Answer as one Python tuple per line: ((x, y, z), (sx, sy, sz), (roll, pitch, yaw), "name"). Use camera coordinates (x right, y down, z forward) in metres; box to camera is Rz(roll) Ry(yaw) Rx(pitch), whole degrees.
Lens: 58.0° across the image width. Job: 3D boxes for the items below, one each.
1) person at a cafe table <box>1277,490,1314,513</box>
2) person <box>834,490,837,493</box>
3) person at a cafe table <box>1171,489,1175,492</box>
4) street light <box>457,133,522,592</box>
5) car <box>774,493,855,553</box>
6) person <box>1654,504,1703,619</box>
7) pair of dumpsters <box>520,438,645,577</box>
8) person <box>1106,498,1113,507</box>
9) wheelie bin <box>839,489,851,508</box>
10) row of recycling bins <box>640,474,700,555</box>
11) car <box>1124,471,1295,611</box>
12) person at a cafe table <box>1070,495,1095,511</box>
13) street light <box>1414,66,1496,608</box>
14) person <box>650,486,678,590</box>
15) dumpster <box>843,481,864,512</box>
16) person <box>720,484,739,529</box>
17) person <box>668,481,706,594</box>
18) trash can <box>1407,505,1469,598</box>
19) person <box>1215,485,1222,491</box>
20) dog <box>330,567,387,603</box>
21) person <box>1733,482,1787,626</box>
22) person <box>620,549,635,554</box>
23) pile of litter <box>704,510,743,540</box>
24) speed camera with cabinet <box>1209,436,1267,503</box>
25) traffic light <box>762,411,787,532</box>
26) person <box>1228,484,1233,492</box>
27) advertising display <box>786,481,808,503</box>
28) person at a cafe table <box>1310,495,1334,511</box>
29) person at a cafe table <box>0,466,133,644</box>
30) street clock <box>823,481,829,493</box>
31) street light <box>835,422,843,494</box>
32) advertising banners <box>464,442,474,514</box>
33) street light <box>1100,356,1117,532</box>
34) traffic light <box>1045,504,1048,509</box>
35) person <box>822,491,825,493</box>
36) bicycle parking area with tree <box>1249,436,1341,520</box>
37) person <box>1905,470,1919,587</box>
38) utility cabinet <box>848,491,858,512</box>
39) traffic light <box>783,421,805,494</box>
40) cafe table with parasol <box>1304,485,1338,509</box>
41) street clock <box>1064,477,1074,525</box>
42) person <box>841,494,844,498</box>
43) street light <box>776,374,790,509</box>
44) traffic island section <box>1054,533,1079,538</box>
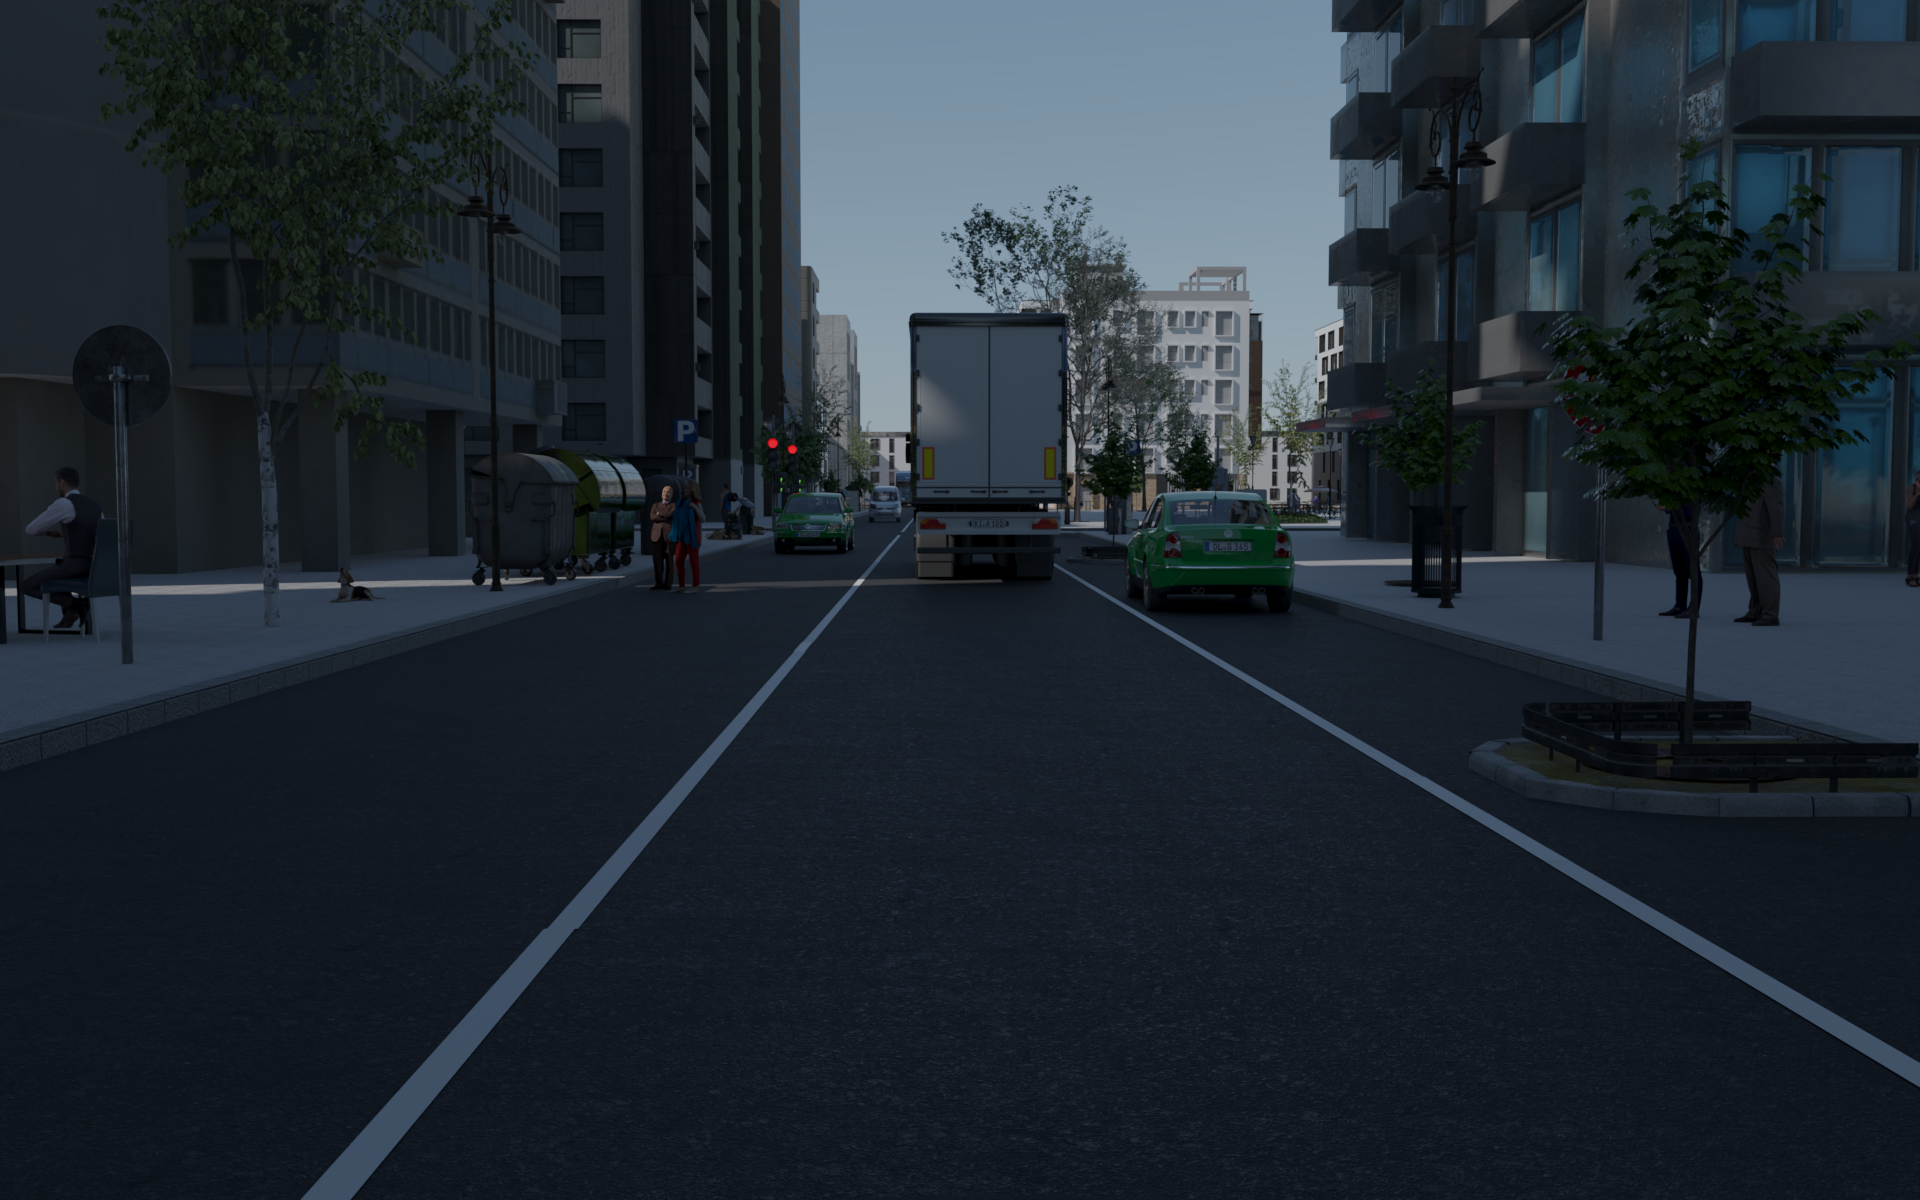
((19.217, -5.556, 99.349), (1.698, 1.524, 1.622), (2, 4, 30), "person at a cafe table")
((-7.339, -5.633, 100.841), (0.574, 1.496, 0.600), (2, 4, 26), "person")
((11.036, -4.971, 89.784), (1.698, 1.524, 1.622), (0, 4, 5), "person at a cafe table")
((-6.123, -3.053, 22.699), (0.468, 5.910, 1.993), (0, 4, -1), "street light")
((-3.604, -2.103, 43.180), (1.959, 1.807, 4.718), (0, 4, 0), "car")
((7.467, -0.690, 18.030), (0.504, 1.737, 0.576), (0, 4, -8), "person")
((-6.346, -1.609, 28.794), (1.574, 2.255, 4.437), (0, 4, -1), "pair of dumpsters")
((8.547, -5.572, 97.942), (0.742, 1.727, 0.445), (-2, 4, -27), "person")
((-7.325, -6.167, 108.745), (0.693, 1.594, 0.980), (2, 4, 28), "wheelie bin")
((-6.293, -1.885, 37.936), (1.069, 1.692, 3.534), (0, 4, -1), "row of recycling bins")
((3.169, -0.842, 22.565), (1.959, 1.807, 4.718), (0, 4, 0), "car")
((9.377, -7.727, 134.843), (1.698, 1.524, 1.622), (-1, 4, -21), "person at a cafe table")
((5.478, -2.847, 19.341), (0.468, 5.910, 1.993), (0, 4, -1), "street light")
((-4.401, -0.928, 25.940), (0.482, 1.546, 0.388), (1, 4, 11), "person")
((-7.793, -7.550, 125.933), (1.502, 2.255, 1.985), (0, 4, -1), "dumpster")
((-7.143, -2.763, 53.085), (0.662, 1.594, 0.647), (2, 4, 26), "person")
((-3.934, -0.901, 24.930), (0.444, 1.614, 0.593), (-2, 4, -25), "person")
((5.922, -0.603, 21.509), (0.748, 1.137, 0.748), (0, 3, 0), "trash can")
((6.264, -1.998, 41.401), (0.574, 1.496, 0.600), (2, 4, 32), "person")
((-7.213, -0.188, 20.803), (0.748, 0.427, 0.550), (-2, 4, -30), "dog")
((7.846, -0.637, 17.016), (0.434, 1.755, 0.990), (0, 4, 6), "person")
((-7.090, -1.642, 36.802), (0.340, 1.345, 0.435), (-1, 4, -10), "person")
((-6.661, -2.133, 48.833), (1.176, 0.858, 1.719), (1, 4, 12), "pile of litter")
((9.390, -3.953, 58.961), (2.038, 3.252, 0.660), (0, 4, -7), "speed camera with cabinet")
((-6.250, -4.244, 58.305), (0.839, 4.253, 0.868), (0, 4, -1), "traffic light")
((8.782, -2.975, 56.561), (0.662, 1.594, 0.647), (-2, 4, -25), "person")
((-7.196, -4.348, 76.310), (0.974, 1.923, 0.123), (0, 4, -6), "advertising display")
((27.345, -7.267, 129.676), (1.698, 1.238, 1.726), (-1, 4, -16), "person at a cafe table")
((-8.115, -0.414, 15.277), (1.622, 1.524, 1.698), (1, 4, 13), "person at a cafe table")
((-7.652, -5.768, 98.871), (0.358, 2.002, 0.471), (1, 4, 9), "street clock")
((-7.441, -8.135, 105.791), (0.468, 5.910, 1.993), (0, 4, -1), "street light")
((-16.090, -3.793, 58.199), (2.074, 3.025, 0.090), (-1, 4, -17), "advertising banners")
((4.978, -5.219, 58.120), (0.468, 5.910, 1.993), (0, 4, -1), "street light")
((2.890, -4.253, 58.454), (0.839, 4.253, 0.868), (0, 4, -1), "traffic light")
((-10.929, -7.967, 138.842), (0.480, 1.512, 0.613), (0, 4, -4), "person")
((16.722, -6.103, 86.781), (8.231, 4.147, 9.016), (-1, 4, -18), "bicycle parking area with tree")
((13.306, -1.006, 23.969), (0.415, 1.643, 0.593), (1, 4, 19), "person")
((-7.643, -6.827, 120.308), (1.173, 1.500, 0.318), (0, 4, -3), "utility cabinet")
((-6.367, -4.732, 66.290), (0.839, 4.253, 0.868), (0, 4, -1), "traffic light")
((28.683, -8.131, 137.803), (2.610, 1.966, 2.610), (1, 4, 18), "cafe table with parasol")
((4.511, -4.174, 72.818), (0.471, 2.002, 0.358), (2, 4, 34), "street clock")
((-3.942, -2.697, 55.832), (0.421, 1.427, 0.697), (2, 4, 23), "person")
((-6.794, -5.742, 66.675), (0.468, 5.910, 1.993), (0, 4, -1), "street light")
((2.930, -2.219, 58.569), (2.009, 0.180, 2.903), (0, 4, -1), "traffic island section")
